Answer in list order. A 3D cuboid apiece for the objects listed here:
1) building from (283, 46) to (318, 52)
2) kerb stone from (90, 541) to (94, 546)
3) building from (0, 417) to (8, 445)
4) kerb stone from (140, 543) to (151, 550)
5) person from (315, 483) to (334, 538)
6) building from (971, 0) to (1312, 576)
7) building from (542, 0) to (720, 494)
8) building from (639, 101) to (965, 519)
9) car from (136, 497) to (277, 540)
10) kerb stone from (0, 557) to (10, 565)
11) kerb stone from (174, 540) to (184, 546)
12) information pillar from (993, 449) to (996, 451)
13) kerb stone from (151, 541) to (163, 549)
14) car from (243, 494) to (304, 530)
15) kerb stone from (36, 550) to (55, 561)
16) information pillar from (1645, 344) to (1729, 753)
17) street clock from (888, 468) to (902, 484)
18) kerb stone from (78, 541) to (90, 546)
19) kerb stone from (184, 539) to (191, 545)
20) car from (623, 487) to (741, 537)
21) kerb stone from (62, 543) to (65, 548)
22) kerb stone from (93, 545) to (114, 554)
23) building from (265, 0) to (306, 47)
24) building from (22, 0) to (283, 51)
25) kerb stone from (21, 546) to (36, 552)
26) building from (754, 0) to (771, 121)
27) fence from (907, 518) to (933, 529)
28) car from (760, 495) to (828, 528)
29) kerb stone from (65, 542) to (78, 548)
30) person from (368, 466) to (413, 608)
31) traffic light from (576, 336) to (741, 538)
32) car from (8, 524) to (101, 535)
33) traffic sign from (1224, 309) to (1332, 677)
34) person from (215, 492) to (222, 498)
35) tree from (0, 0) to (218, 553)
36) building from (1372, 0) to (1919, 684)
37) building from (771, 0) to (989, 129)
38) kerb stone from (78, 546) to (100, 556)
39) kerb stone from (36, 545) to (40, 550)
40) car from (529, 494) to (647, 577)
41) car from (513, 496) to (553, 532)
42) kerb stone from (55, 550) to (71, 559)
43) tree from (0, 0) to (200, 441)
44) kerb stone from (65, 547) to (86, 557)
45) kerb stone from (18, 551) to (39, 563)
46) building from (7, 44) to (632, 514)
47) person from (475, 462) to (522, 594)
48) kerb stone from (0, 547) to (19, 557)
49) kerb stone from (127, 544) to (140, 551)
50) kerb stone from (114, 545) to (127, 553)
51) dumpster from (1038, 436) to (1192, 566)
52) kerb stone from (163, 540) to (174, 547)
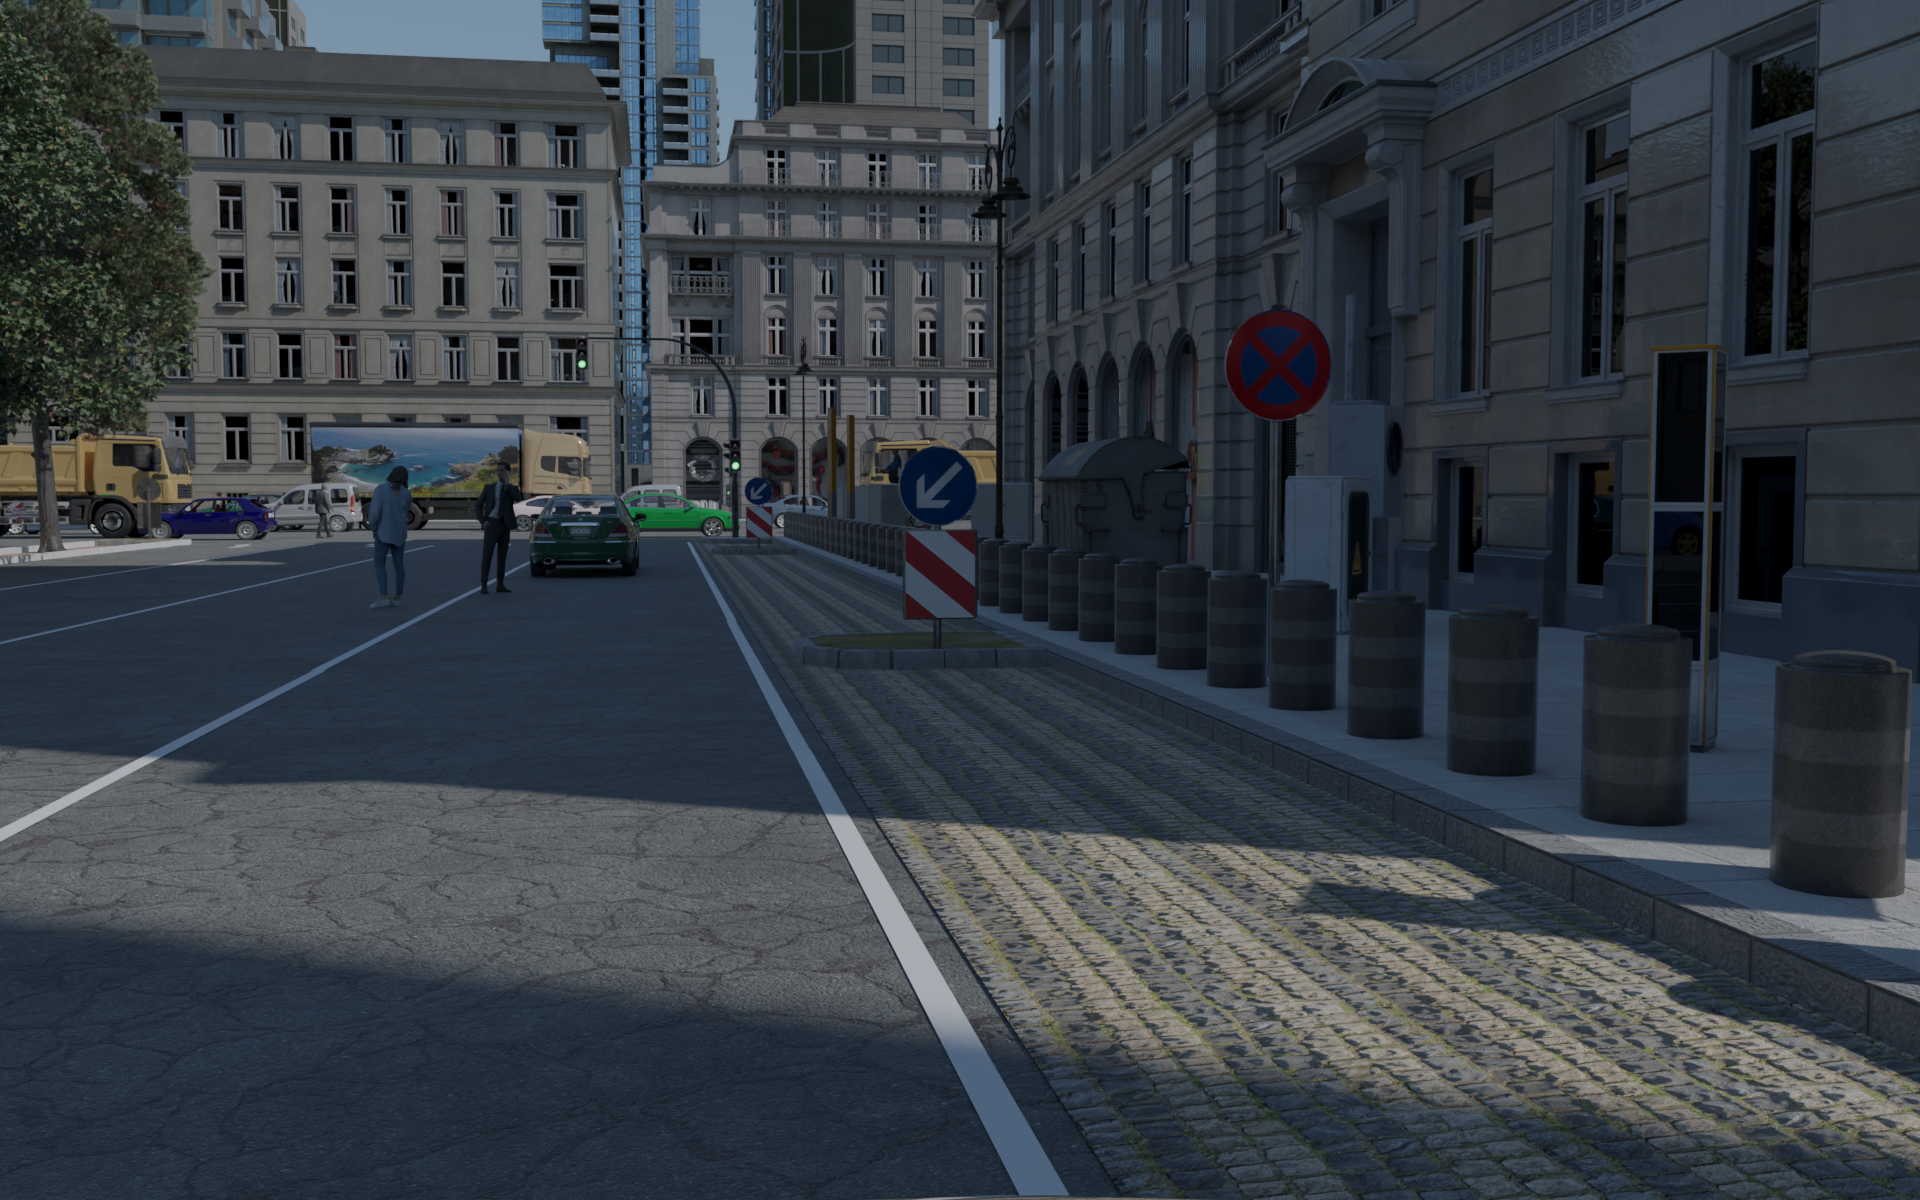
[{"bbox_3d":[-77.225,-34.287,184.294,21.600,48.544,21.300,-1,4,-10],"label":"building"},{"bbox_3d":[-23.735,-1.537,47.380,0.120,0.150,1.000,-1,4,-10],"label":"kerb stone"},{"bbox_3d":[-59.225,-14.965,86.485,24.055,21.916,13.314,-1,4,-10],"label":"building"},{"bbox_3d":[-21.147,-1.377,44.704,0.120,0.150,1.000,-1,4,-10],"label":"kerb stone"},{"bbox_3d":[-20.661,-2.906,56.414,0.661,1.777,0.834,2,4,28],"label":"person"},{"bbox_3d":[8.815,-11.896,36.301,13.314,21.916,24.055,-1,4,-10],"label":"building"},{"bbox_3d":[-48.339,-57.518,253.083,31.000,86.520,22.319,-1,4,-10],"label":"building"},{"bbox_3d":[-5.184,-15.467,94.690,24.055,21.916,13.314,-1,4,-10],"label":"building"},{"bbox_3d":[-23.489,-2.540,54.102,3.894,1.354,1.945,-1,4,-10],"label":"car"},{"bbox_3d":[-19.583,-0.818,35.563,0.120,0.150,1.000,-1,4,-10],"label":"kerb stone"},{"bbox_3d":[-21.677,-1.563,47.748,0.120,0.150,1.000,-1,4,-10],"label":"kerb stone"},{"bbox_3d":[1.901,-5.998,89.424,0.504,3.616,0.183,-2,4,-32],"label":"information pillar"},{"bbox_3d":[-21.325,-1.438,45.717,0.120,0.150,1.000,-1,4,-10],"label":"kerb stone"},{"bbox_3d":[-28.001,-3.490,68.863,4.920,1.459,2.131,-1,4,-9],"label":"car"},{"bbox_3d":[-19.927,-0.941,37.589,0.120,0.150,1.000,-1,4,-10],"label":"kerb stone"},{"bbox_3d":[3.641,-0.257,8.701,0.304,2.012,0.304,2,4,35],"label":"information pillar"},{"bbox_3d":[-1.734,-2.621,47.425,0.358,2.002,0.471,2,4,35],"label":"street clock"},{"bbox_3d":[-23.574,-1.478,46.360,0.120,0.150,1.000,-1,4,-10],"label":"kerb stone"},{"bbox_3d":[-21.846,-1.619,48.765,0.120,0.150,1.000,-1,4,-10],"label":"kerb stone"},{"bbox_3d":[-9.609,-2.962,57.221,4.718,1.807,1.959,-1,4,-11],"label":"car"},{"bbox_3d":[-23.220,-1.354,44.334,0.120,0.150,1.000,-1,4,-10],"label":"kerb stone"},{"bbox_3d":[-20.616,-1.189,41.644,0.120,0.150,1.000,-1,4,-10],"label":"kerb stone"},{"bbox_3d":[-103.908,-49.238,243.291,20.611,71.187,20.563,-1,4,-10],"label":"building"},{"bbox_3d":[-72.419,-32.562,151.997,23.786,49.044,30.456,-1,4,-10],"label":"building"},{"bbox_3d":[-22.867,-1.218,42.295,0.120,0.150,1.000,-1,4,-10],"label":"kerb stone"},{"bbox_3d":[-13.472,-53.607,189.153,22.319,86.520,31.000,-1,4,-10],"label":"building"},{"bbox_3d":[-1.010,-1.693,43.059,0.278,0.683,2.069,2,4,25],"label":"fence"},{"bbox_3d":[-6.262,-3.741,73.175,4.499,1.417,2.014,-1,4,-10],"label":"car"},{"bbox_3d":[-23.393,-1.416,45.349,0.120,0.150,1.000,-1,4,-10],"label":"kerb stone"},{"bbox_3d":[-7.232,-0.809,21.997,0.793,1.790,0.793,1,4,9],"label":"person"},{"bbox_3d":[-8.685,-4.631,50.378,4.771,5.953,1.251,-1,4,-10],"label":"traffic light"},{"bbox_3d":[-31.805,-3.046,61.808,4.499,1.417,2.014,0,4,-8],"label":"car"},{"bbox_3d":[2.197,-0.732,12.072,0.768,2.556,0.104,0,4,-7],"label":"traffic sign"},{"bbox_3d":[-31.693,-3.855,73.995,0.523,1.526,0.387,-2,4,-25],"label":"person"},{"bbox_3d":[-22.242,-8.062,41.696,7.806,13.903,7.818,0,3,0],"label":"tree"},{"bbox_3d":[12.261,-13.941,13.847,13.634,28.700,20.117,-1,4,-10],"label":"building"},{"bbox_3d":[-9.199,-44.402,164.219,20.563,71.187,20.611,-1,4,-10],"label":"building"},{"bbox_3d":[-20.450,-1.127,40.630,0.120,0.150,1.000,-1,4,-10],"label":"kerb stone"},{"bbox_3d":[-23.037,-1.289,43.308,0.120,0.150,1.000,-1,4,-10],"label":"kerb stone"},{"bbox_3d":[-6.804,-1.212,31.618,2.131,1.459,4.920,-1,4,-9],"label":"car"},{"bbox_3d":[-15.451,-3.333,66.856,4.827,1.381,2.083,-1,4,-11],"label":"car"},{"bbox_3d":[-20.098,-1.001,38.601,0.120,0.150,1.000,-1,4,-10],"label":"kerb stone"},{"bbox_3d":[-20.003,-6.919,32.595,9.611,12.733,9.660,0,3,0],"label":"tree"},{"bbox_3d":[-20.277,-1.065,39.616,0.120,0.150,1.000,-1,4,-10],"label":"kerb stone"},{"bbox_3d":[-19.754,-0.880,36.576,0.120,0.150,1.000,-1,4,-10],"label":"kerb stone"},{"bbox_3d":[-32.669,-15.803,91.666,30.059,22.955,16.112,-1,4,-10],"label":"building"},{"bbox_3d":[-6.674,-1.054,25.102,0.648,1.900,0.474,-2,4,-32],"label":"person"},{"bbox_3d":[-22.692,-1.167,41.278,0.120,0.150,1.000,-1,4,-10],"label":"kerb stone"},{"bbox_3d":[-20.972,-1.315,43.692,0.120,0.150,1.000,-1,4,-10],"label":"kerb stone"},{"bbox_3d":[-20.802,-1.249,42.667,0.120,0.150,1.000,-1,4,-10],"label":"kerb stone"},{"bbox_3d":[1.627,-0.761,18.199,1.264,1.857,1.865,-1,4,-10],"label":"dumpster"},{"bbox_3d":[-21.496,-1.501,46.737,0.120,0.150,1.000,-1,4,-10],"label":"kerb stone"}]
